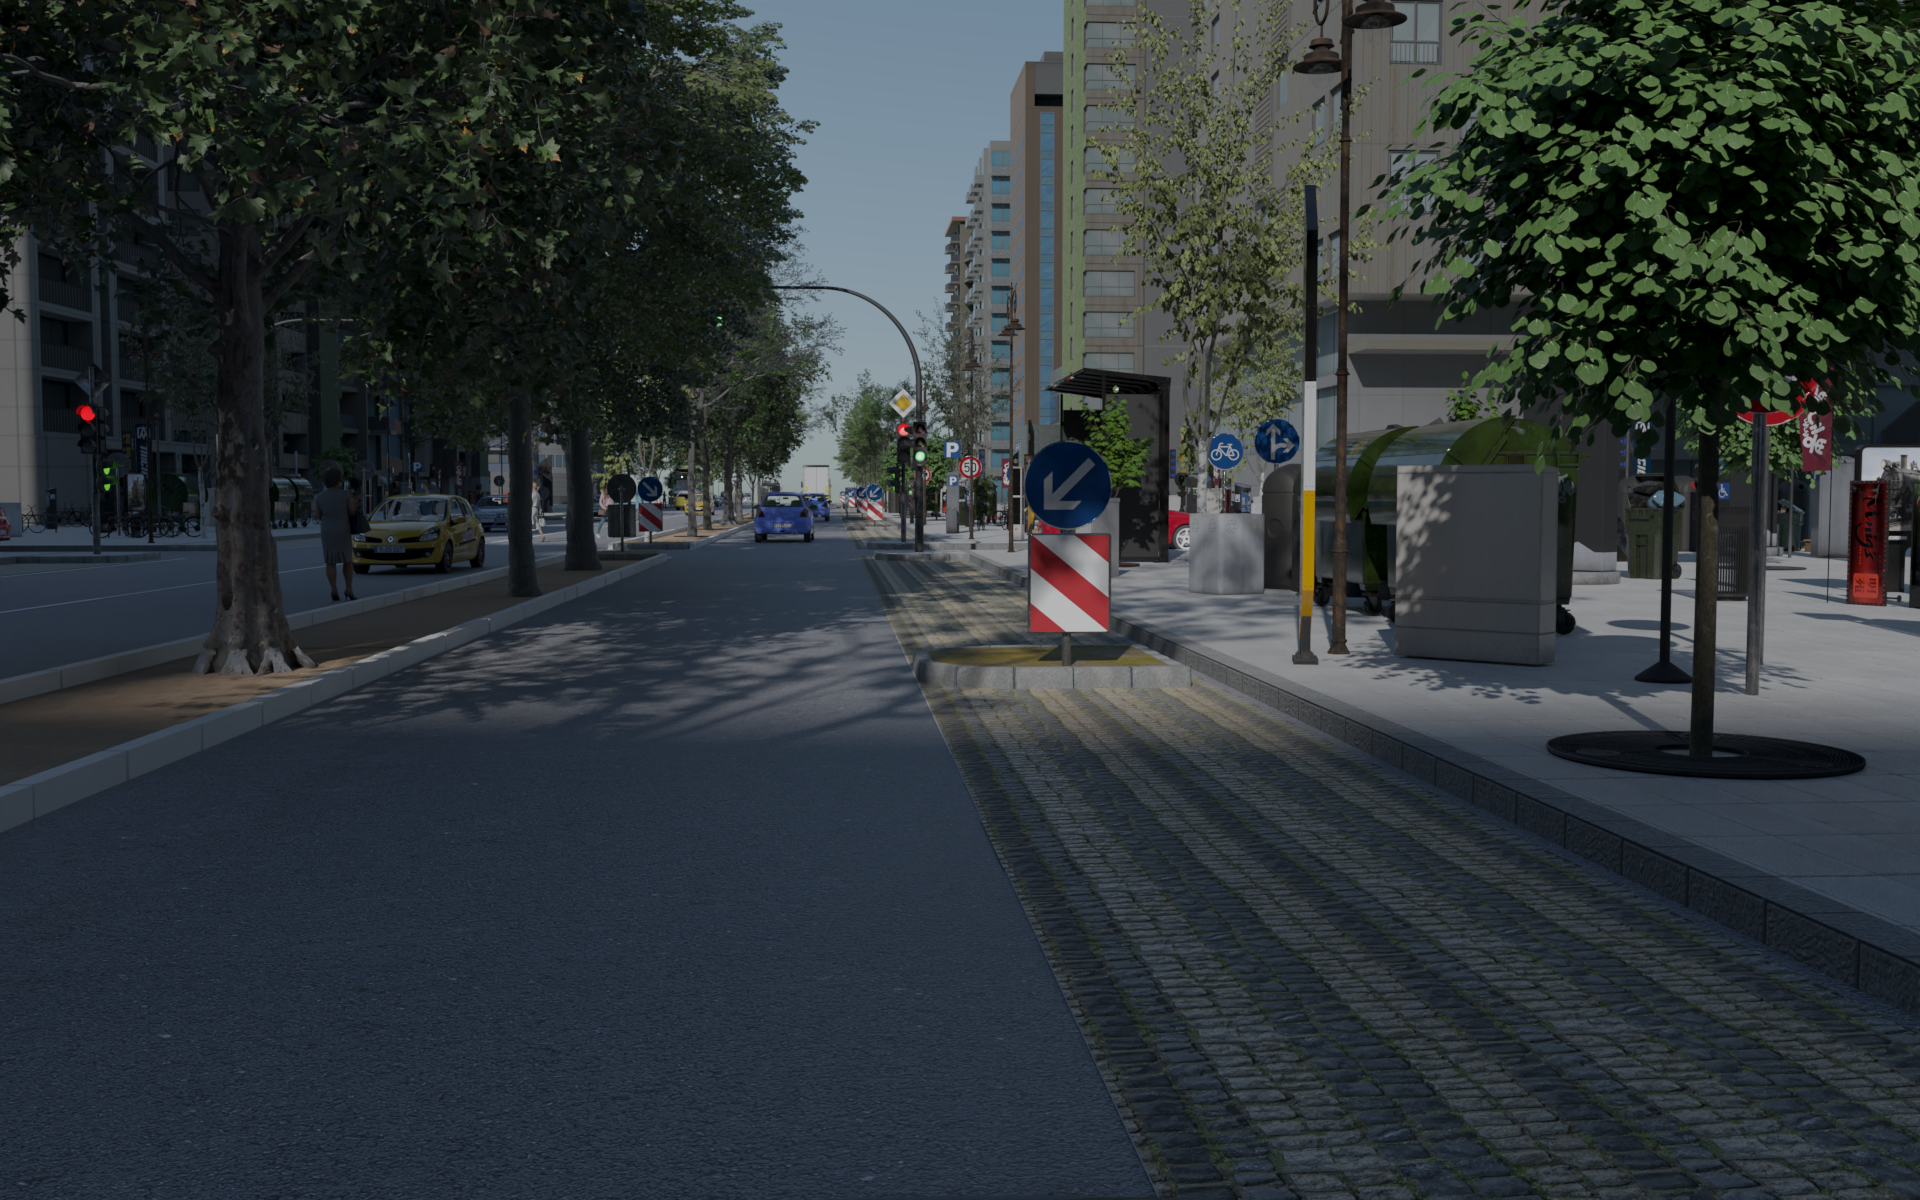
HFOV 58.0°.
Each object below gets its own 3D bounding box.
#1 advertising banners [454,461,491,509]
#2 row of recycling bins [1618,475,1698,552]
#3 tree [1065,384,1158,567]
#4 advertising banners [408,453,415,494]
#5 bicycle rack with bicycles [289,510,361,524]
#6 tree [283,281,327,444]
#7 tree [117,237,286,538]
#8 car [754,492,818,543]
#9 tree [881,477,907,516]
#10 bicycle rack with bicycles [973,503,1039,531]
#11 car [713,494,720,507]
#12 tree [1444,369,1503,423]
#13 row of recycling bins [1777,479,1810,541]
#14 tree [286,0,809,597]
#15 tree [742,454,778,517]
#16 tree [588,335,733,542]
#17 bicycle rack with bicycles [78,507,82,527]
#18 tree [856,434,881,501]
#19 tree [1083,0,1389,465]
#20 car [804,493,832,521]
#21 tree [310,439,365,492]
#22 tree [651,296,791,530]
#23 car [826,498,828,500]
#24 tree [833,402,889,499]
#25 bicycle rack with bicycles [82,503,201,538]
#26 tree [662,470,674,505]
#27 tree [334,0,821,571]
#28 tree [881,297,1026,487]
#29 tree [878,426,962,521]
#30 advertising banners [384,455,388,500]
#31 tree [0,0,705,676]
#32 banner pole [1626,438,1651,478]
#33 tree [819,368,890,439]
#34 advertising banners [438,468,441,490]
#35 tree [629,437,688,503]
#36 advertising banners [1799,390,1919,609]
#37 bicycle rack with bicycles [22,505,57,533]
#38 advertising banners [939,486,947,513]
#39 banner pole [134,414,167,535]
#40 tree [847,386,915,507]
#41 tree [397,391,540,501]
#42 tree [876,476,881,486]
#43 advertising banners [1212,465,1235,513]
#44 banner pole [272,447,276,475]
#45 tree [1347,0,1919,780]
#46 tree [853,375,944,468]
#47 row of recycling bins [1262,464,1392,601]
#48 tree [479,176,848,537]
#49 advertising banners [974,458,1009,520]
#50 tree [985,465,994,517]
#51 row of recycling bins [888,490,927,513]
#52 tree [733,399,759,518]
[{"bbox_3d":[-26.071,-5.899,92.629,2.074,3.025,0.090,-3,5,-40],"label":"advertising banners"},{"bbox_3d":[15.774,-1.918,38.475,3.534,1.692,1.069,-3,4,-37],"label":"row of recycling bins"},{"bbox_3d":[2.776,-2.201,30.592,1.663,3.219,1.824,0,3,0],"label":"tree"},{"bbox_3d":[-23.609,-4.793,74.551,0.090,3.025,2.074,-1,4,-12],"label":"advertising banners"},{"bbox_3d":[-26.600,-3.652,73.084,2.925,0.926,2.852,3,5,44],"label":"bicycle rack with bicycles"},{"bbox_3d":[-22.586,-6.446,55.752,4.360,8.622,3.978,0,3,0],"label":"tree"},{"bbox_3d":[-21.828,-6.075,49.681,4.360,8.622,3.978,0,3,0],"label":"tree"},{"bbox_3d":[-5.298,-2.623,52.484,1.945,1.707,3.694,0,4,-3],"label":"car"},{"bbox_3d":[-3.354,-6.514,101.111,1.663,3.219,1.824,0,3,0],"label":"tree"},{"bbox_3d":[1.404,-2.864,60.211,2.852,0.926,2.925,0,4,1],"label":"bicycle rack with bicycles"},{"bbox_3d":[-27.217,-10.967,189.092,2.009,1.686,4.222,0,4,-6],"label":"car"},{"bbox_3d":[7.874,-1.991,27.149,1.663,3.219,1.824,0,3,0],"label":"tree"},{"bbox_3d":[21.660,-2.512,48.176,3.534,1.692,1.069,1,4,16],"label":"row of recycling bins"},{"bbox_3d":[-5.945,-6.283,23.320,7.486,12.596,7.792,0,3,0],"label":"tree"},{"bbox_3d":[-12.829,-9.423,106.887,4.360,8.622,3.978,0,3,0],"label":"tree"},{"bbox_3d":[-8.811,-5.848,48.438,4.737,8.622,4.395,0,3,0],"label":"tree"},{"bbox_3d":[-34.471,-3.326,67.764,2.925,0.926,2.852,-2,4,-32],"label":"bicycle rack with bicycles"},{"bbox_3d":[-8.432,-13.836,176.574,4.360,8.622,3.978,0,3,0],"label":"tree"},{"bbox_3d":[3.638,-4.527,24.386,4.737,8.622,4.395,0,3,0],"label":"tree"},{"bbox_3d":[-7.780,-5.044,92.061,1.945,1.707,3.694,0,4,-3],"label":"car"},{"bbox_3d":[-36.666,-7.271,102.590,4.285,4.588,4.351,0,3,0],"label":"tree"},{"bbox_3d":[-10.213,-8.609,68.964,9.928,11.665,9.643,0,3,0],"label":"tree"},{"bbox_3d":[-12.970,-9.077,157.997,1.945,1.707,3.694,0,4,-6],"label":"car"},{"bbox_3d":[-12.277,-18.086,213.840,7.486,12.596,7.792,0,3,0],"label":"tree"},{"bbox_3d":[-23.889,-2.319,51.297,2.925,0.926,2.852,-1,4,-10],"label":"bicycle rack with bicycles"},{"bbox_3d":[-33.905,-13.695,207.624,4.285,4.588,4.351,0,3,0],"label":"tree"},{"bbox_3d":[-7.061,-7.514,31.973,9.857,13.997,8.962,0,3,0],"label":"tree"},{"bbox_3d":[0.017,-6.984,64.544,4.360,8.622,3.978,0,3,0],"label":"tree"},{"bbox_3d":[-1.167,-6.090,83.291,4.285,4.588,4.351,0,3,0],"label":"tree"},{"bbox_3d":[-23.777,-4.627,71.841,0.090,3.025,2.074,-1,4,-13],"label":"advertising banners"},{"bbox_3d":[-5.767,-5.756,13.583,9.611,12.733,9.660,0,3,0],"label":"tree"},{"bbox_3d":[19.308,-3.638,49.490,0.863,3.779,0.401,1,4,21],"label":"banner pole"},{"bbox_3d":[-15.428,-24.942,263.687,12.611,20.169,13.585,0,3,0],"label":"tree"},{"bbox_3d":[-34.894,-7.273,115.095,0.090,3.025,2.074,-3,5,-40],"label":"advertising banners"},{"bbox_3d":[-31.253,-15.012,179.864,8.767,10.594,7.601,-1,4,-14],"label":"tree"},{"bbox_3d":[10.453,-1.446,19.836,0.090,3.025,2.074,-2,4,-28],"label":"advertising banners"},{"bbox_3d":[-31.231,-2.651,56.728,2.852,0.926,2.925,2,4,29],"label":"bicycle rack with bicycles"},{"bbox_3d":[-0.938,-7.338,116.172,2.074,3.025,0.090,1,4,11],"label":"advertising banners"},{"bbox_3d":[-25.205,-3.909,53.928,0.863,3.779,0.401,-1,4,-19],"label":"banner pole"},{"bbox_3d":[-7.291,-14.706,166.200,9.928,11.665,9.643,0,3,0],"label":"tree"},{"bbox_3d":[-24.153,-9.230,85.324,7.601,10.594,8.767,0,4,-6],"label":"tree"},{"bbox_3d":[-6.757,-9.884,156.199,1.663,3.219,1.824,0,3,0],"label":"tree"},{"bbox_3d":[8.120,-3.449,52.584,0.090,3.025,2.074,-1,4,-18],"label":"advertising banners"},{"bbox_3d":[-36.722,-6.288,92.829,0.401,3.779,0.863,-2,4,-29],"label":"banner pole"},{"bbox_3d":[3.564,-1.509,8.394,4.285,4.588,4.351,0,3,0],"label":"tree"},{"bbox_3d":[-4.903,-12.272,135.054,7.601,10.594,8.767,1,4,15],"label":"tree"},{"bbox_3d":[4.983,-0.925,22.243,1.069,1.692,3.534,-1,4,-21],"label":"row of recycling bins"},{"bbox_3d":[-8.934,-8.833,57.245,12.009,13.543,11.850,0,3,0],"label":"tree"},{"bbox_3d":[1.547,-5.415,84.715,2.074,3.025,0.090,-1,4,-9],"label":"advertising banners"},{"bbox_3d":[1.183,-6.286,97.377,1.663,3.219,1.824,0,3,0],"label":"tree"},{"bbox_3d":[-3.529,-6.657,115.953,1.069,1.692,3.534,-3,5,-44],"label":"row of recycling bins"},{"bbox_3d":[-11.625,-8.188,86.695,4.737,8.622,4.395,0,3,0],"label":"tree"}]
